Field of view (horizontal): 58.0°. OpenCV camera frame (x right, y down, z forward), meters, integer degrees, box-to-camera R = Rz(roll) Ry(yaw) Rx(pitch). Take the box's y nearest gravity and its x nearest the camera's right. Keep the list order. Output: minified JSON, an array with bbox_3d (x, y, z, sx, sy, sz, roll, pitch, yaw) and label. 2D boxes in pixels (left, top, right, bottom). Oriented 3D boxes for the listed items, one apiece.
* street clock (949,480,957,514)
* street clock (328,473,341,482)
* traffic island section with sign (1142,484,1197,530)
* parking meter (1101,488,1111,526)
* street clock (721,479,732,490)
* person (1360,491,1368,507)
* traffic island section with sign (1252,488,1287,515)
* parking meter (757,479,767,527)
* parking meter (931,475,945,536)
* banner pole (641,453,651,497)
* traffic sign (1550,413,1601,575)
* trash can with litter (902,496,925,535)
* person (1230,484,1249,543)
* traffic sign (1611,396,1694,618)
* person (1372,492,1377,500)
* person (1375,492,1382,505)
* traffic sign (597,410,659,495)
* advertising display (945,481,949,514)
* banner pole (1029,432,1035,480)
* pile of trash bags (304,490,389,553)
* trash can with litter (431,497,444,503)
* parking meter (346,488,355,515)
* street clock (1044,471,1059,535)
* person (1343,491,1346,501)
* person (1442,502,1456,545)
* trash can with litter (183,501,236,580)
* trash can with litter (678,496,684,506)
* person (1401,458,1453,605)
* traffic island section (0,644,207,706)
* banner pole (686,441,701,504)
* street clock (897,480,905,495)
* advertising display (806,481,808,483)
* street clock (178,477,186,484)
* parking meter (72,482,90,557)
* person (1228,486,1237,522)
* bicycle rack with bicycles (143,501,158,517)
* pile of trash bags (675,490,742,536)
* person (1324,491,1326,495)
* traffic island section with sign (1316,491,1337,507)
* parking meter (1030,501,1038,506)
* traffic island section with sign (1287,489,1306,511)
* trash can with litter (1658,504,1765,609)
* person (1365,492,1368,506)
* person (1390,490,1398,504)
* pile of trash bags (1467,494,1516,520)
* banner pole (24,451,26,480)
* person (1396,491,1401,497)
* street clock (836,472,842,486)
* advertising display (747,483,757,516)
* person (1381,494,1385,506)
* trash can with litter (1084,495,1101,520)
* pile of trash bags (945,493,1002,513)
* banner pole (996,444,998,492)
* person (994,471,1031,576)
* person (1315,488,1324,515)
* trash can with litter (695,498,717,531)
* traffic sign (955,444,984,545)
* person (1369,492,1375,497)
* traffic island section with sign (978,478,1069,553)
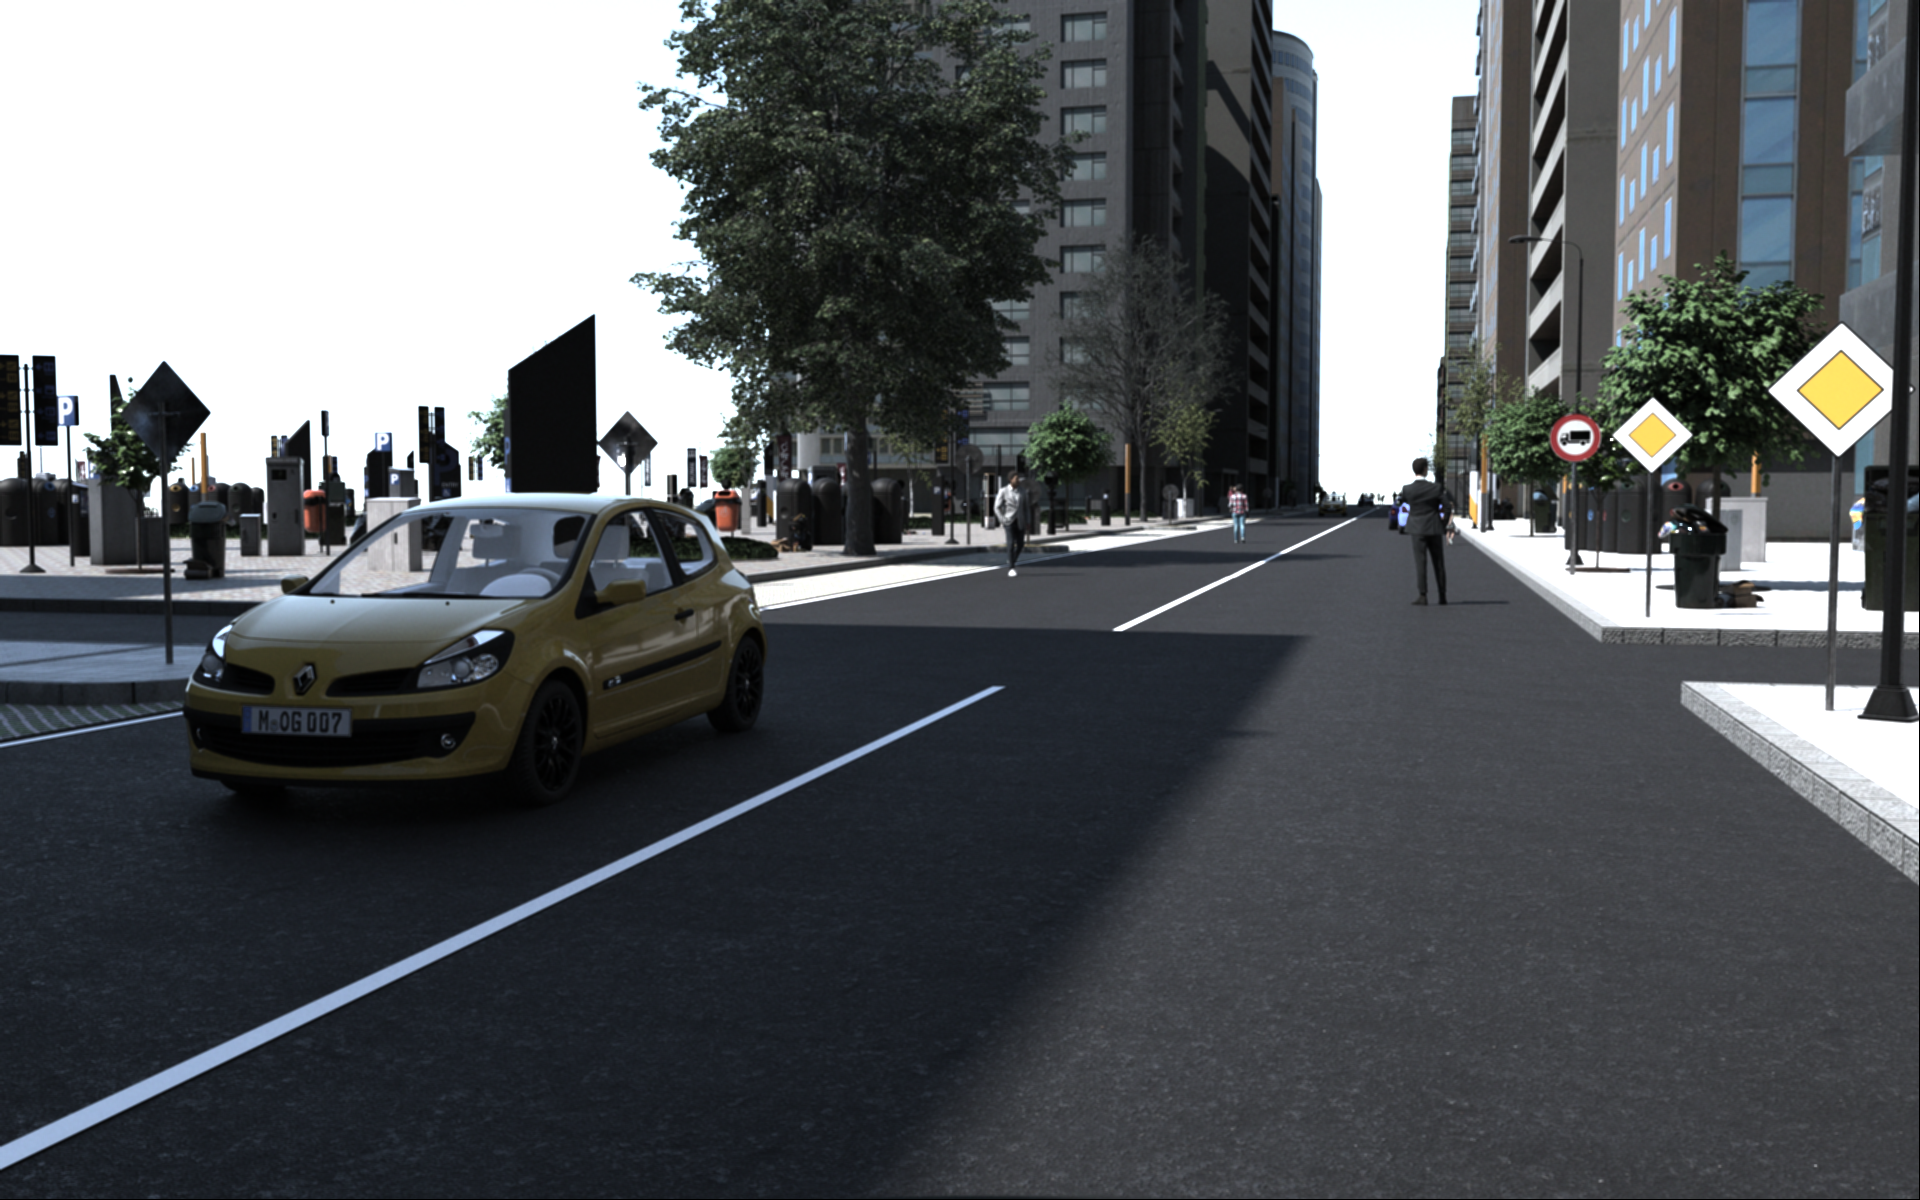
[{"bbox_3d":[-0.395,-5.261,90.594,0.471,2.002,0.358,-2,4,-31],"label":"street clock"},{"bbox_3d":[-21.074,-3.286,58.299,0.358,2.002,0.471,2,4,24],"label":"street clock"},{"bbox_3d":[8.363,-3.680,68.799,1.989,1.847,2.006,1,4,14],"label":"traffic island section with sign"},{"bbox_3d":[5.912,-3.779,70.198,0.372,1.533,0.369,0,3,0],"label":"parking meter"},{"bbox_3d":[-11.287,-4.841,83.713,0.471,2.002,0.358,-2,4,-35],"label":"street clock"},{"bbox_3d":[44.816,-11.197,192.104,0.750,1.759,0.617,-1,4,-15],"label":"person"},{"bbox_3d":[20.784,-6.622,116.899,1.989,1.847,2.006,1,4,14],"label":"traffic island section with sign"},{"bbox_3d":[-7.759,-3.797,67.785,0.255,1.863,0.399,-2,4,-33],"label":"parking meter"},{"bbox_3d":[-0.691,-2.922,53.479,0.399,1.863,0.255,1,4,13],"label":"parking meter"},{"bbox_3d":[-13.204,-5.054,72.646,0.863,3.779,0.401,3,5,40],"label":"banner pole"},{"bbox_3d":[9.689,-1.665,27.330,0.768,2.556,0.104,1,4,16],"label":"traffic sign"},{"bbox_3d":[-1.955,-2.691,55.059,1.678,1.210,2.233,1,4,13],"label":"trash can with litter"},{"bbox_3d":[8.206,-2.543,50.915,0.563,1.720,0.643,1,4,19],"label":"person"},{"bbox_3d":[7.135,-0.873,17.910,0.795,2.450,0.064,1,4,14],"label":"traffic sign"},{"bbox_3d":[58.301,-14.383,244.180,0.721,1.766,1.217,-3,5,-41],"label":"person"},{"bbox_3d":[57.294,-13.918,236.845,1.217,1.735,0.721,3,4,36],"label":"person"},{"bbox_3d":[-3.991,-1.049,20.793,0.795,2.450,0.064,1,4,14],"label":"traffic sign"},{"bbox_3d":[-0.912,-4.718,82.347,0.123,1.923,0.974,3,5,43],"label":"advertising display"},{"bbox_3d":[2.901,-4.869,69.620,0.401,3.779,0.863,1,4,21],"label":"banner pole"},{"bbox_3d":[-13.042,-1.773,38.745,1.912,1.369,3.447,3,5,45],"label":"pile of trash bags"},{"bbox_3d":[-18.523,-3.111,62.257,0.624,1.170,1.055,2,4,24],"label":"trash can with litter"},{"bbox_3d":[-26.011,-4.005,73.900,0.372,1.533,0.369,0,3,0],"label":"parking meter"},{"bbox_3d":[2.889,-3.061,54.620,0.358,2.002,0.471,-2,4,-33],"label":"street clock"},{"bbox_3d":[41.106,-10.779,185.517,0.721,1.735,1.217,0,4,7],"label":"person"},{"bbox_3d":[13.739,-2.160,48.825,0.382,1.210,0.505,-3,4,-37],"label":"person"},{"bbox_3d":[-11.434,-0.914,26.335,0.624,1.170,1.055,-1,4,-12],"label":"trash can with litter"},{"bbox_3d":[-13.170,-4.224,80.121,2.233,1.210,1.678,3,4,37],"label":"trash can with litter"},{"bbox_3d":[6.023,-0.891,22.437,0.648,1.900,0.474,0,4,3],"label":"person"},{"bbox_3d":[-6.012,0.560,13.129,2.009,0.180,2.903,1,4,14],"label":"traffic island section"},{"bbox_3d":[-12.561,-5.640,82.227,0.863,3.779,0.401,-1,4,-10],"label":"banner pole"},{"bbox_3d":[-3.056,-5.108,88.091,0.471,2.002,0.358,0,4,-8],"label":"street clock"},{"bbox_3d":[-7.215,-4.948,86.117,0.974,1.923,0.123,0,4,2],"label":"advertising display"},{"bbox_3d":[-33.468,-4.278,74.520,0.358,2.002,0.471,-1,4,-10],"label":"street clock"},{"bbox_3d":[-18.067,-1.662,35.580,0.372,1.533,0.369,0,3,0],"label":"parking meter"},{"bbox_3d":[13.715,-4.792,86.827,0.580,1.828,0.573,2,4,28],"label":"person"},{"bbox_3d":[-40.410,-4.365,84.754,2.852,0.926,2.925,1,4,18],"label":"bicycle rack with bicycles"},{"bbox_3d":[-6.488,-1.774,38.765,3.447,1.369,1.912,1,4,16],"label":"pile of trash bags"},{"bbox_3d":[39.474,-10.907,187.376,0.434,1.755,0.990,2,4,31],"label":"person"},{"bbox_3d":[41.655,-11.563,197.688,1.989,1.847,2.006,1,4,14],"label":"traffic island section with sign"},{"bbox_3d":[2.809,-3.568,66.747,0.372,1.533,0.369,0,3,0],"label":"parking meter"},{"bbox_3d":[27.527,-8.219,143.000,1.989,1.847,2.006,1,4,14],"label":"traffic island section with sign"},{"bbox_3d":[8.487,-0.499,19.541,1.055,1.170,0.624,-1,4,-17],"label":"trash can with litter"},{"bbox_3d":[50.537,-12.605,215.307,1.217,1.735,0.721,2,4,27],"label":"person"},{"bbox_3d":[49.220,-11.507,196.275,0.705,1.869,1.348,-3,4,-37],"label":"person"},{"bbox_3d":[26.094,-4.657,85.899,1.912,1.369,3.447,-1,4,-9],"label":"pile of trash bags"},{"bbox_3d":[-53.798,-6.696,99.495,0.401,3.779,0.863,0,4,-8],"label":"banner pole"},{"bbox_3d":[50.871,-11.725,200.140,1.348,1.831,0.705,0,4,-4],"label":"person"},{"bbox_3d":[-4.121,-3.237,57.499,0.358,2.002,0.471,1,4,19],"label":"street clock"},{"bbox_3d":[-12.016,-5.860,101.021,0.974,1.923,0.123,1,4,21],"label":"advertising display"},{"bbox_3d":[51.600,-12.200,211.161,0.799,1.438,0.628,3,5,45],"label":"person"},{"bbox_3d":[6.716,-4.718,88.196,1.678,1.210,2.233,1,4,16],"label":"trash can with litter"},{"bbox_3d":[0.513,-4.548,84.105,3.447,1.369,1.912,2,4,30],"label":"pile of trash bags"},{"bbox_3d":[1.854,-5.941,87.157,0.401,3.779,0.863,0,4,4],"label":"banner pole"},{"bbox_3d":[0.906,-1.353,30.475,0.661,1.843,0.795,-1,4,-20],"label":"person"},{"bbox_3d":[24.474,-6.669,117.548,0.705,1.822,1.348,3,5,41],"label":"person"},{"bbox_3d":[-6.469,-1.961,43.443,0.624,1.170,1.055,2,4,35],"label":"trash can with litter"},{"bbox_3d":[0.217,-2.675,43.850,0.768,2.556,0.104,1,4,17],"label":"traffic sign"},{"bbox_3d":[51.674,-12.739,217.504,1.217,1.743,0.721,-2,4,-24],"label":"person"},{"bbox_3d":[1.629,-2.084,42.695,1.989,1.847,2.006,1,4,14],"label":"traffic island section with sign"}]
